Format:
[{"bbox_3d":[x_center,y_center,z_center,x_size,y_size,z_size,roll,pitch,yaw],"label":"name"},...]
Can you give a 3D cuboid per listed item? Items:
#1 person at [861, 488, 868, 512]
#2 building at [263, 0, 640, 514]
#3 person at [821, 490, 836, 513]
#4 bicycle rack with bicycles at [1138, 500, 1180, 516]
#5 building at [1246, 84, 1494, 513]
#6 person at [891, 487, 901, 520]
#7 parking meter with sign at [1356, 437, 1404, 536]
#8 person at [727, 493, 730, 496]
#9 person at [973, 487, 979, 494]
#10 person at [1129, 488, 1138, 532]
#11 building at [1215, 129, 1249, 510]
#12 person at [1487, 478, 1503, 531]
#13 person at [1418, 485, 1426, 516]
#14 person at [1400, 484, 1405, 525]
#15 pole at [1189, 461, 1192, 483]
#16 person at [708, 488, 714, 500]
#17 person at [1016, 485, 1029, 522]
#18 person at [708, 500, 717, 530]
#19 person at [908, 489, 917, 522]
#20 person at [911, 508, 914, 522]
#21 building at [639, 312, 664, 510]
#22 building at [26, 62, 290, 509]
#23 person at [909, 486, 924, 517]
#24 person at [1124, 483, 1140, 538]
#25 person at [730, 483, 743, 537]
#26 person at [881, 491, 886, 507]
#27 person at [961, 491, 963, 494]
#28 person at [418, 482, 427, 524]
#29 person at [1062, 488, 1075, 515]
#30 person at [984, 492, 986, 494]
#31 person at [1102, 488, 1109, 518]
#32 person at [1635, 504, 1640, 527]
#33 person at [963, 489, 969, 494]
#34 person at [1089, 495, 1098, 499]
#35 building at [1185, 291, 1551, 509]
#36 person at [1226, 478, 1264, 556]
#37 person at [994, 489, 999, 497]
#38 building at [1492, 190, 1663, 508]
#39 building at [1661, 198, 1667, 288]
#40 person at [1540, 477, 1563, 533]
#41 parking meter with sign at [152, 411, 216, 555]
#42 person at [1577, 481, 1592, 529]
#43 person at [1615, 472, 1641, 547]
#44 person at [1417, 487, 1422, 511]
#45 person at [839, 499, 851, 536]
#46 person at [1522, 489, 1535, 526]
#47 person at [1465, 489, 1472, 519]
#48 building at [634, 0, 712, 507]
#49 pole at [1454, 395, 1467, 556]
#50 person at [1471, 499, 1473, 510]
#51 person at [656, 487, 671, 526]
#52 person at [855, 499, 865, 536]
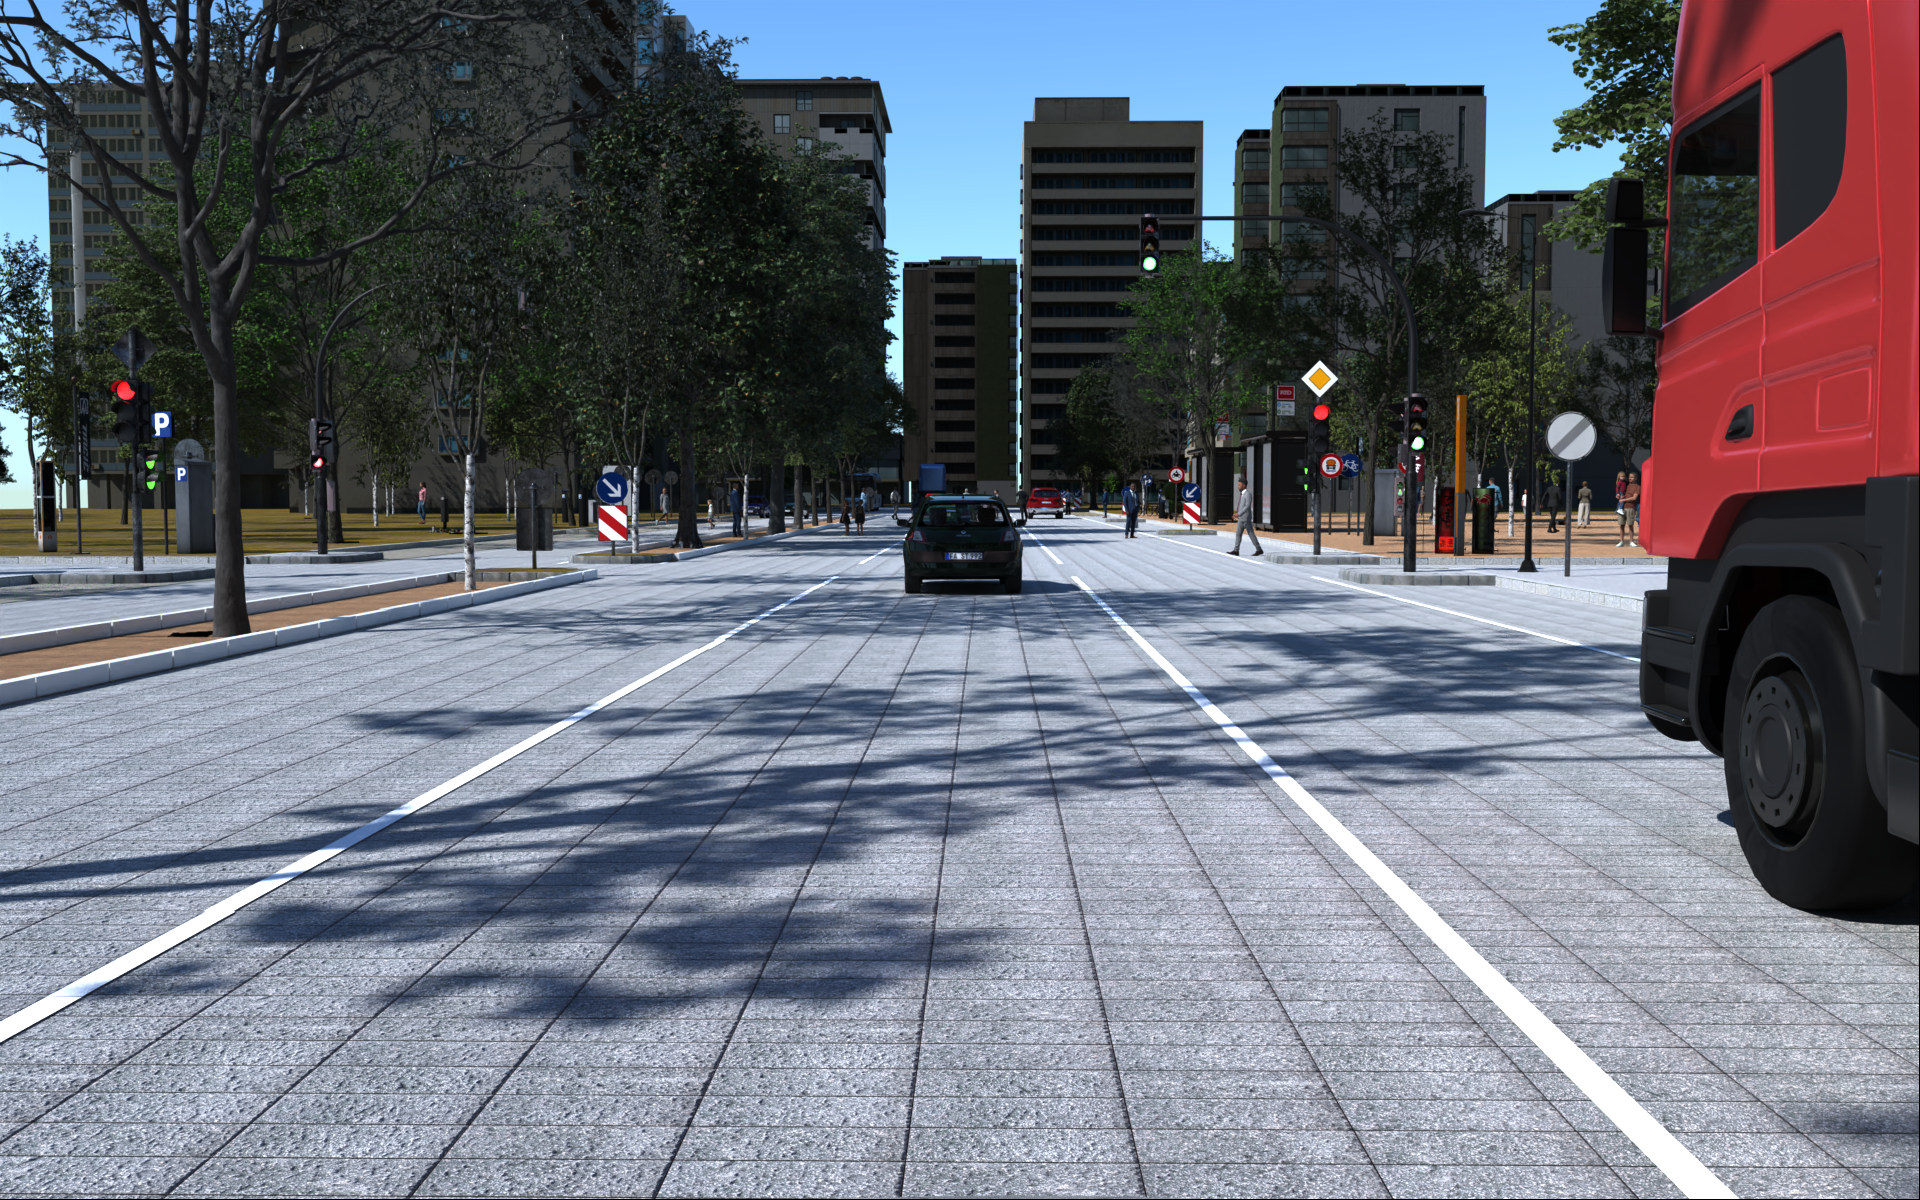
[{"bbox_3d":[-5.559,-5.549,99.484,0.793,1.790,0.793,3,4,38],"label":"person"},{"bbox_3d":[-35.652,-30.502,122.410,21.300,48.544,21.600,0,4,1],"label":"building"},{"bbox_3d":[-10.095,-7.565,132.706,1.217,1.766,0.721,2,4,24],"label":"person"},{"bbox_3d":[11.823,-5.293,99.928,2.852,0.926,2.925,-2,4,-28],"label":"bicycle rack with bicycles"},{"bbox_3d":[29.292,-21.677,126.116,14.160,30.474,14.107,0,4,1],"label":"building"},{"bbox_3d":[-3.591,-5.403,96.946,0.679,1.850,0.850,2,4,31],"label":"person"},{"bbox_3d":[12.958,-3.451,52.680,1.738,3.016,0.543,2,4,26],"label":"parking meter with sign"},{"bbox_3d":[-18.309,-7.809,134.543,1.217,1.723,0.721,-1,4,-9],"label":"person"},{"bbox_3d":[0.716,-4.097,76.229,0.466,1.731,0.760,0,4,-1],"label":"person"},{"bbox_3d":[6.594,-3.466,65.717,0.362,1.759,0.519,-3,5,-41],"label":"person"},{"bbox_3d":[28.880,-22.539,140.206,14.160,30.474,14.107,0,4,1],"label":"building"},{"bbox_3d":[18.047,-3.237,58.832,0.748,1.841,0.638,-3,5,-40],"label":"person"},{"bbox_3d":[26.809,-5.753,100.444,0.599,1.781,0.374,-1,4,-15],"label":"person"},{"bbox_3d":[18.588,-4.045,72.357,0.473,1.802,0.592,0,4,-5],"label":"person"},{"bbox_3d":[14.303,-6.947,107.426,0.158,3.312,0.155,0,3,0],"label":"pole"},{"bbox_3d":[-23.096,-9.435,160.319,0.705,1.823,1.348,1,4,9],"label":"person"},{"bbox_3d":[3.211,-4.994,89.511,0.648,1.900,0.474,-1,4,-23],"label":"person"},{"bbox_3d":[-10.010,-3.454,69.992,0.382,1.210,0.505,-1,4,-14],"label":"person"},{"bbox_3d":[-1.976,-4.003,74.707,0.760,1.731,0.466,0,4,-4],"label":"person"},{"bbox_3d":[-2.140,-4.311,81.579,0.503,1.515,0.523,-3,5,-44],"label":"person"},{"bbox_3d":[-32.476,-22.582,140.918,14.160,30.474,14.107,0,4,1],"label":"building"},{"bbox_3d":[-67.977,-28.731,161.630,23.993,40.220,32.217,0,4,1],"label":"building"},{"bbox_3d":[-1.815,-3.821,71.320,0.721,1.781,0.623,-1,4,-21],"label":"person"},{"bbox_3d":[5.558,-2.907,56.218,0.721,1.800,0.419,-2,4,-35],"label":"person"},{"bbox_3d":[-7.351,-2.954,56.979,0.419,1.800,0.721,-2,4,-30],"label":"person"},{"bbox_3d":[-8.400,-10.985,188.935,0.721,1.723,1.217,2,4,29],"label":"person"},{"bbox_3d":[0.275,-10.465,180.320,1.217,1.743,0.721,-1,4,-14],"label":"person"},{"bbox_3d":[-23.151,-4.189,74.539,0.555,1.821,0.388,3,4,38],"label":"person"},{"bbox_3d":[7.395,-6.748,118.812,1.348,1.826,0.705,-2,4,-35],"label":"person"},{"bbox_3d":[2.592,-10.659,183.714,0.756,1.711,0.436,1,4,22],"label":"person"},{"bbox_3d":[8.722,-5.821,103.861,0.419,1.800,0.721,1,4,17],"label":"person"},{"bbox_3d":[26.386,-3.402,67.158,1.012,1.151,0.738,3,5,40],"label":"person"},{"bbox_3d":[0.473,-6.102,108.746,0.782,1.767,0.515,-2,4,-23],"label":"person"},{"bbox_3d":[14.837,-11.215,191.993,0.705,1.807,1.348,-3,4,-37],"label":"person"},{"bbox_3d":[36.567,-19.387,162.018,27.650,21.520,28.899,0,4,1],"label":"building"},{"bbox_3d":[6.612,-1.915,40.088,0.850,1.792,0.678,0,4,-5],"label":"person"},{"bbox_3d":[2.105,-5.528,99.879,0.522,1.701,0.512,0,4,-6],"label":"person"},{"bbox_3d":[57.951,-24.278,168.639,14.107,30.474,14.160,0,4,1],"label":"building"},{"bbox_3d":[72.082,-24.234,167.927,14.107,30.474,14.160,0,4,1],"label":"building"},{"bbox_3d":[19.584,-3.131,57.018,0.755,1.850,0.659,-2,4,-32],"label":"person"},{"bbox_3d":[-16.512,-2.515,37.386,0.543,3.016,1.738,1,4,21],"label":"parking meter with sign"},{"bbox_3d":[23.145,-3.522,64.183,0.519,1.759,0.362,1,4,12],"label":"person"},{"bbox_3d":[16.186,-2.208,42.112,0.580,1.828,0.573,-1,4,-9],"label":"person"},{"bbox_3d":[16.372,-3.453,62.520,0.581,1.822,0.654,2,4,23],"label":"person"},{"bbox_3d":[-3.937,-2.821,59.297,0.373,1.253,0.362,1,4,17],"label":"person"},{"bbox_3d":[22.965,-3.753,69.995,0.503,1.515,0.523,1,4,10],"label":"person"},{"bbox_3d":[26.003,-5.111,89.391,0.659,1.850,0.755,2,4,29],"label":"person"},{"bbox_3d":[-39.835,-33.374,165.267,30.456,49.044,23.786,0,4,1],"label":"building"},{"bbox_3d":[10.344,-2.567,35.808,0.158,3.312,0.155,0,3,0],"label":"pole"},{"bbox_3d":[27.392,-4.982,92.168,0.362,1.253,0.373,2,4,28],"label":"person"},{"bbox_3d":[-13.034,-4.095,76.205,0.760,1.731,0.466,0,3,0],"label":"person"},{"bbox_3d":[-3.429,-2.826,59.374,0.362,1.253,0.373,1,4,16],"label":"person"}]
